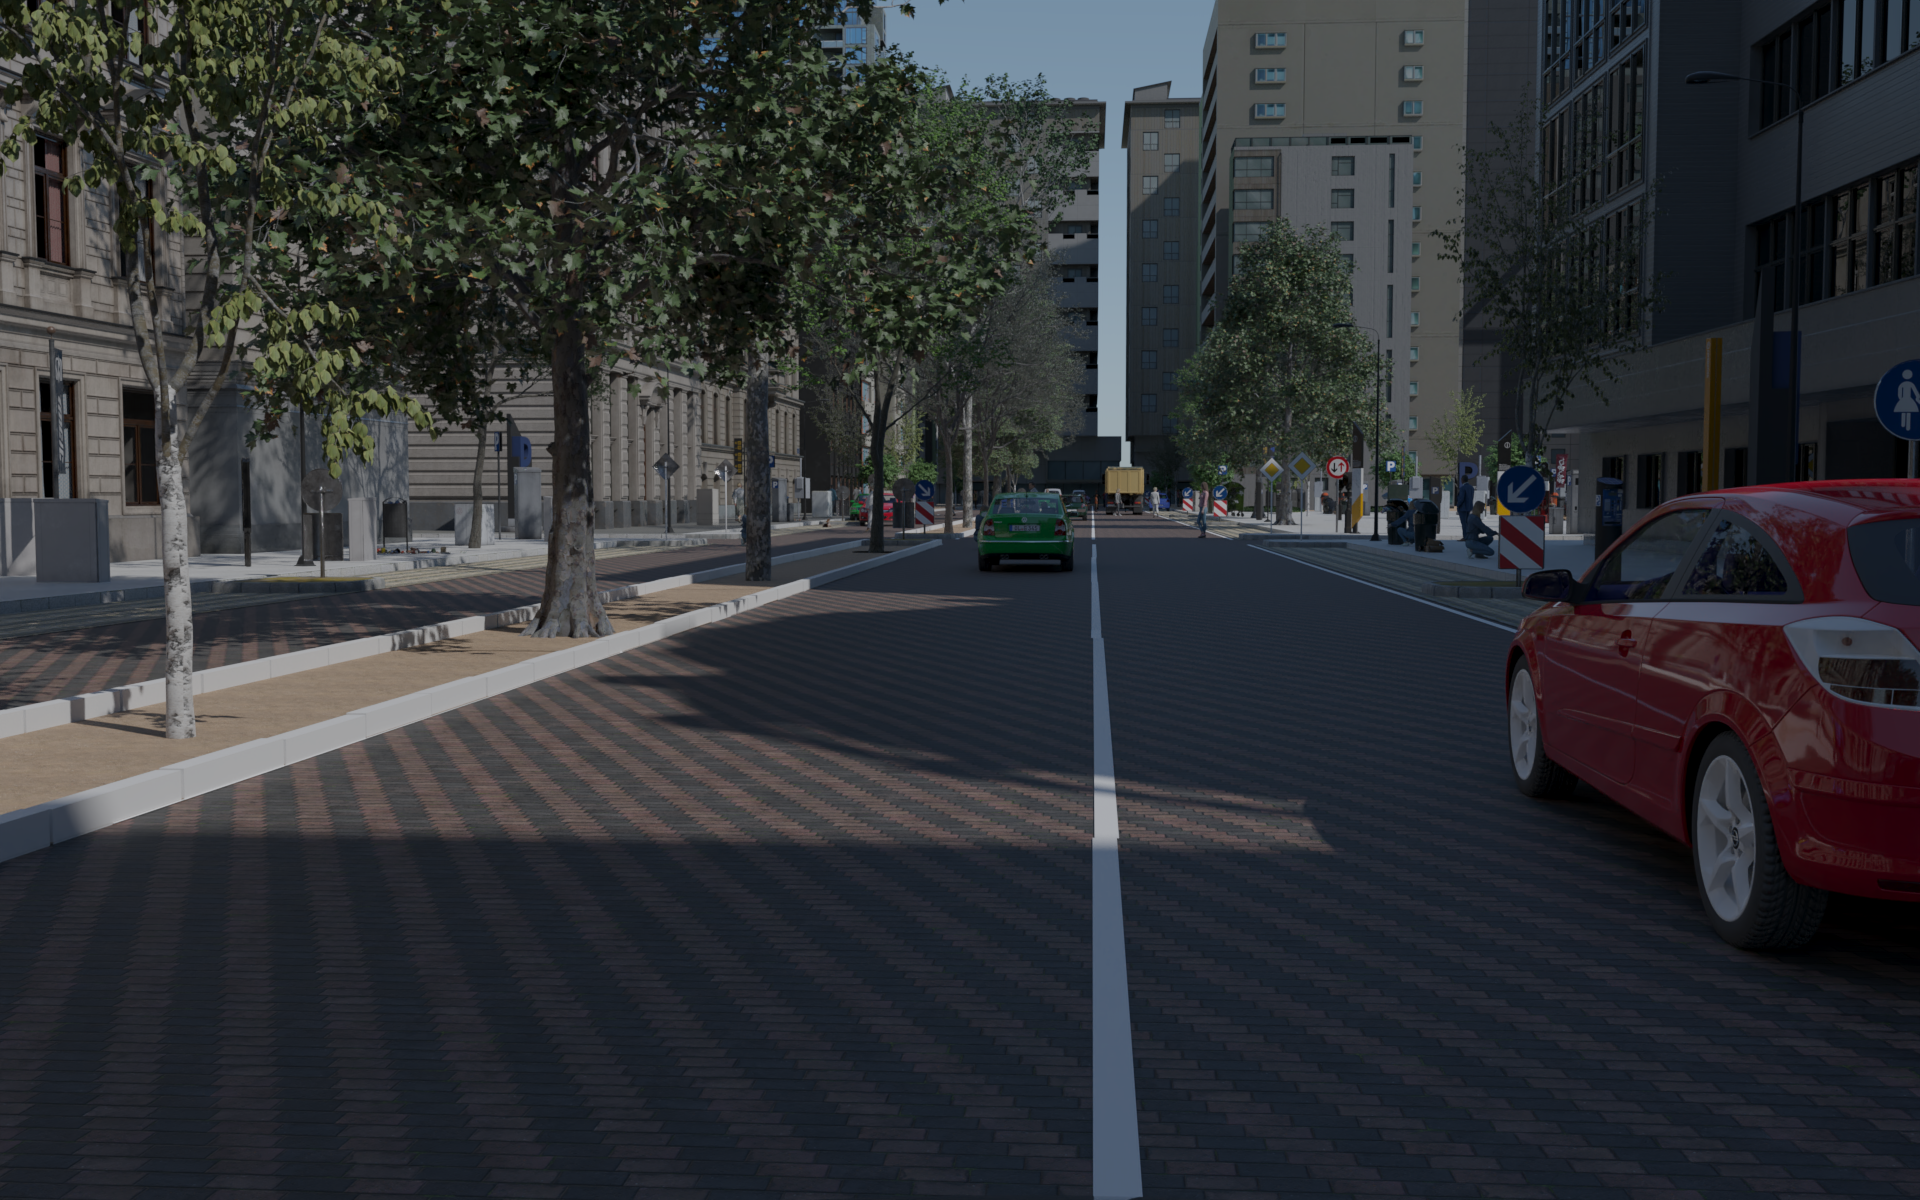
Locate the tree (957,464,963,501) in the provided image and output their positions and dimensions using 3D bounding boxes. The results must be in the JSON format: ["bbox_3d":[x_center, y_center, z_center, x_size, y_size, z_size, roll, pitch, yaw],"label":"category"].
[{"bbox_3d":[-0.403,-12.401,186.464,4.285,4.588,4.351,0,3,0],"label":"tree"}]

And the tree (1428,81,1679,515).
[{"bbox_3d":[10.742,-4.983,31.839,4.360,8.622,3.978,0,3,0],"label":"tree"}]

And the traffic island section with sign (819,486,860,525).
[{"bbox_3d":[-5.497,-4.442,81.249,1.989,1.847,2.006,0,4,4],"label":"traffic island section with sign"}]

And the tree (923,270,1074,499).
[{"bbox_3d":[2.055,-11.540,97.798,9.857,13.997,8.962,0,3,0],"label":"tree"}]

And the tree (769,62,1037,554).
[{"bbox_3d":[-1.918,-6.931,41.528,9.928,11.665,9.643,0,3,0],"label":"tree"}]

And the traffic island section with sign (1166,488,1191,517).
[{"bbox_3d":[13.951,-6.032,107.243,1.989,1.847,2.006,0,4,4],"label":"traffic island section with sign"}]

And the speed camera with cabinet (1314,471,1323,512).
[{"bbox_3d":[26.443,-8.161,127.768,0.660,3.252,2.038,1,4,13],"label":"speed camera with cabinet"}]

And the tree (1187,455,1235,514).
[{"bbox_3d":[16.359,-7.880,112.545,4.285,4.588,4.351,0,3,0],"label":"tree"}]

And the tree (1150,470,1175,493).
[{"bbox_3d":[23.423,-13.279,200.821,4.285,4.588,4.351,0,3,0],"label":"tree"}]

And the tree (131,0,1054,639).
[{"bbox_3d":[-3.927,-5.985,17.317,9.611,12.733,9.660,0,3,0],"label":"tree"}]

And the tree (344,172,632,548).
[{"bbox_3d":[-11.150,-6.492,40.554,7.601,10.594,8.767,1,4,12],"label":"tree"}]

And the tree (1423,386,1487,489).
[{"bbox_3d":[33.864,-10.241,117.801,4.737,8.622,4.395,0,3,0],"label":"tree"}]

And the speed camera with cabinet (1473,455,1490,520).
[{"bbox_3d":[26.362,-5.699,87.521,0.660,3.252,2.038,2,4,24],"label":"speed camera with cabinet"}]

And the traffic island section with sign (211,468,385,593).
[{"bbox_3d":[-9.734,-1.051,25.820,1.989,1.847,2.006,0,4,4],"label":"traffic island section with sign"}]

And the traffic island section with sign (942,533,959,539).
[{"bbox_3d":[-1.079,-2.921,55.894,2.006,1.907,1.989,0,4,4],"label":"traffic island section with sign"}]

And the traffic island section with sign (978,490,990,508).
[{"bbox_3d":[2.462,-10.823,185.577,1.989,1.847,2.006,0,4,4],"label":"traffic island section with sign"}]

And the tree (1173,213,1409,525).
[{"bbox_3d":[13.481,-9.410,70.867,9.611,12.733,9.660,0,3,0],"label":"tree"}]

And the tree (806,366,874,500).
[{"bbox_3d":[-6.772,-9.146,99.899,4.360,8.622,3.978,0,3,0],"label":"tree"}]

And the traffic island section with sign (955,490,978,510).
[{"bbox_3d":[0.390,-9.158,158.361,1.989,1.847,2.006,0,4,4],"label":"traffic island section with sign"}]

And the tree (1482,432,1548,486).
[{"bbox_3d":[29.194,-6.569,91.123,4.285,4.588,4.351,0,3,0],"label":"tree"}]

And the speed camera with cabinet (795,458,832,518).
[{"bbox_3d":[-8.023,-6.146,94.819,2.038,3.252,0.660,1,4,23],"label":"speed camera with cabinet"}]

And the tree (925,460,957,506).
[{"bbox_3d":[-3.481,-10.294,152.017,4.285,4.588,4.351,0,3,0],"label":"tree"}]

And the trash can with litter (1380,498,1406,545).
[{"bbox_3d":[11.133,-1.992,43.953,0.624,1.170,1.055,2,4,34],"label":"trash can with litter"}]

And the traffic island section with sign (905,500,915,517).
[{"bbox_3d":[-3.447,-6.086,108.127,1.989,1.847,2.006,0,4,4],"label":"traffic island section with sign"}]

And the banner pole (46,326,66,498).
[{"bbox_3d":[-13.606,-2.210,26.151,0.401,3.779,0.863,-1,4,-15],"label":"banner pole"}]

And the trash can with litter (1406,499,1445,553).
[{"bbox_3d":[10.453,-1.650,38.359,0.624,1.170,1.055,-1,4,-8],"label":"trash can with litter"}]

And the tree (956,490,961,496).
[{"bbox_3d":[-0.026,-12.366,196.787,1.663,3.219,1.824,0,3,0],"label":"tree"}]

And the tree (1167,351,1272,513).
[{"bbox_3d":[18.266,-11.906,120.417,9.928,11.665,9.643,0,3,0],"label":"tree"}]

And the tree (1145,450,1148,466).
[{"bbox_3d":[22.412,-14.604,189.132,4.360,8.622,3.978,0,3,0],"label":"tree"}]

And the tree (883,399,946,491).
[{"bbox_3d":[-4.287,-11.018,130.506,4.737,8.622,4.395,0,3,0],"label":"tree"}]

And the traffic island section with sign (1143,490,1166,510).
[{"bbox_3d":[17.735,-9.066,156.853,1.989,1.847,2.006,0,4,4],"label":"traffic island section with sign"}]

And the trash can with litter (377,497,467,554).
[{"bbox_3d":[-11.815,-1.606,37.318,2.233,1.210,1.678,0,4,1],"label":"trash can with litter"}]

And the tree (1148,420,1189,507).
[{"bbox_3d":[21.038,-13.458,170.405,4.360,8.622,3.978,0,3,0],"label":"tree"}]

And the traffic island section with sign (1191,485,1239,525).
[{"bbox_3d":[11.906,-4.388,80.366,1.989,1.847,2.006,0,4,4],"label":"traffic island section with sign"}]

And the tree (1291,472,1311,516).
[{"bbox_3d":[19.792,-9.120,99.478,4.737,8.622,4.395,0,3,0],"label":"tree"}]

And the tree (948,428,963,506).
[{"bbox_3d":[-0.552,-14.027,179.699,4.737,8.622,4.395,0,3,0],"label":"tree"}]

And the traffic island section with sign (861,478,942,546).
[{"bbox_3d":[-1.652,-2.469,48.509,2.006,1.907,1.989,0,4,4],"label":"traffic island section with sign"}]

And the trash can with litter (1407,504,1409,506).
[{"bbox_3d":[30.119,-6.464,116.737,1.678,1.210,2.233,0,4,2],"label":"trash can with litter"}]

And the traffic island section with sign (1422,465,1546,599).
[{"bbox_3d":[7.642,-0.972,24.519,1.989,1.847,2.006,0,4,4],"label":"traffic island section with sign"}]

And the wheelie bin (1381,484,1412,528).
[{"bbox_3d":[14.183,-2.956,56.231,0.980,1.594,0.693,1,4,16],"label":"wheelie bin"}]

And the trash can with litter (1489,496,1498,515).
[{"bbox_3d":[32.713,-5.744,105.298,1.055,1.170,0.624,2,4,26],"label":"trash can with litter"}]

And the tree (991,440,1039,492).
[{"bbox_3d":[3.716,-10.151,118.793,4.360,8.622,3.978,0,3,0],"label":"tree"}]

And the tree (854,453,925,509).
[{"bbox_3d":[-5.485,-8.253,118.656,4.285,4.588,4.351,0,3,0],"label":"tree"}]

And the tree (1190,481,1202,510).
[{"bbox_3d":[19.332,-8.765,137.909,1.663,3.219,1.824,0,3,0],"label":"tree"}]

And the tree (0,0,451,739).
[{"bbox_3d":[-4.542,-3.476,9.645,4.737,8.622,4.395,0,3,0],"label":"tree"}]

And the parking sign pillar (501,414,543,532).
[{"bbox_3d":[-14.911,-4.294,58.676,1.447,3.967,1.447,0,4,5],"label":"parking sign pillar"}]

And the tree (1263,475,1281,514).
[{"bbox_3d":[20.595,-7.223,112.698,1.663,3.219,1.824,0,3,0],"label":"tree"}]

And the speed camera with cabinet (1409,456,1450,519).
[{"bbox_3d":[24.665,-5.911,90.977,2.038,3.252,0.660,1,4,15],"label":"speed camera with cabinet"}]

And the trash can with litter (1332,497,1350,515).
[{"bbox_3d":[23.765,-5.913,108.065,1.055,1.170,0.624,1,4,22],"label":"trash can with litter"}]

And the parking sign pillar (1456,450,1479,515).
[{"bbox_3d":[31.051,-7.171,105.715,1.447,3.967,1.447,1,4,9],"label":"parking sign pillar"}]

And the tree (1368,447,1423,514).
[{"bbox_3d":[28.239,-7.884,112.612,4.285,4.588,4.351,0,3,0],"label":"tree"}]

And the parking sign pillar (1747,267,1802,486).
[{"bbox_3d":[9.930,-2.002,21.205,1.447,3.967,1.447,1,4,20],"label":"parking sign pillar"}]

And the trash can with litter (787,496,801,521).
[{"bbox_3d":[-8.092,-4.380,82.678,1.678,1.210,2.233,1,4,13],"label":"trash can with litter"}]

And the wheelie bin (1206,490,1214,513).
[{"bbox_3d":[16.763,-6.641,116.485,0.693,1.594,0.980,1,4,10],"label":"wheelie bin"}]

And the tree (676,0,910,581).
[{"bbox_3d":[-4.462,-10.427,28.828,12.611,20.169,13.585,0,3,0],"label":"tree"}]
